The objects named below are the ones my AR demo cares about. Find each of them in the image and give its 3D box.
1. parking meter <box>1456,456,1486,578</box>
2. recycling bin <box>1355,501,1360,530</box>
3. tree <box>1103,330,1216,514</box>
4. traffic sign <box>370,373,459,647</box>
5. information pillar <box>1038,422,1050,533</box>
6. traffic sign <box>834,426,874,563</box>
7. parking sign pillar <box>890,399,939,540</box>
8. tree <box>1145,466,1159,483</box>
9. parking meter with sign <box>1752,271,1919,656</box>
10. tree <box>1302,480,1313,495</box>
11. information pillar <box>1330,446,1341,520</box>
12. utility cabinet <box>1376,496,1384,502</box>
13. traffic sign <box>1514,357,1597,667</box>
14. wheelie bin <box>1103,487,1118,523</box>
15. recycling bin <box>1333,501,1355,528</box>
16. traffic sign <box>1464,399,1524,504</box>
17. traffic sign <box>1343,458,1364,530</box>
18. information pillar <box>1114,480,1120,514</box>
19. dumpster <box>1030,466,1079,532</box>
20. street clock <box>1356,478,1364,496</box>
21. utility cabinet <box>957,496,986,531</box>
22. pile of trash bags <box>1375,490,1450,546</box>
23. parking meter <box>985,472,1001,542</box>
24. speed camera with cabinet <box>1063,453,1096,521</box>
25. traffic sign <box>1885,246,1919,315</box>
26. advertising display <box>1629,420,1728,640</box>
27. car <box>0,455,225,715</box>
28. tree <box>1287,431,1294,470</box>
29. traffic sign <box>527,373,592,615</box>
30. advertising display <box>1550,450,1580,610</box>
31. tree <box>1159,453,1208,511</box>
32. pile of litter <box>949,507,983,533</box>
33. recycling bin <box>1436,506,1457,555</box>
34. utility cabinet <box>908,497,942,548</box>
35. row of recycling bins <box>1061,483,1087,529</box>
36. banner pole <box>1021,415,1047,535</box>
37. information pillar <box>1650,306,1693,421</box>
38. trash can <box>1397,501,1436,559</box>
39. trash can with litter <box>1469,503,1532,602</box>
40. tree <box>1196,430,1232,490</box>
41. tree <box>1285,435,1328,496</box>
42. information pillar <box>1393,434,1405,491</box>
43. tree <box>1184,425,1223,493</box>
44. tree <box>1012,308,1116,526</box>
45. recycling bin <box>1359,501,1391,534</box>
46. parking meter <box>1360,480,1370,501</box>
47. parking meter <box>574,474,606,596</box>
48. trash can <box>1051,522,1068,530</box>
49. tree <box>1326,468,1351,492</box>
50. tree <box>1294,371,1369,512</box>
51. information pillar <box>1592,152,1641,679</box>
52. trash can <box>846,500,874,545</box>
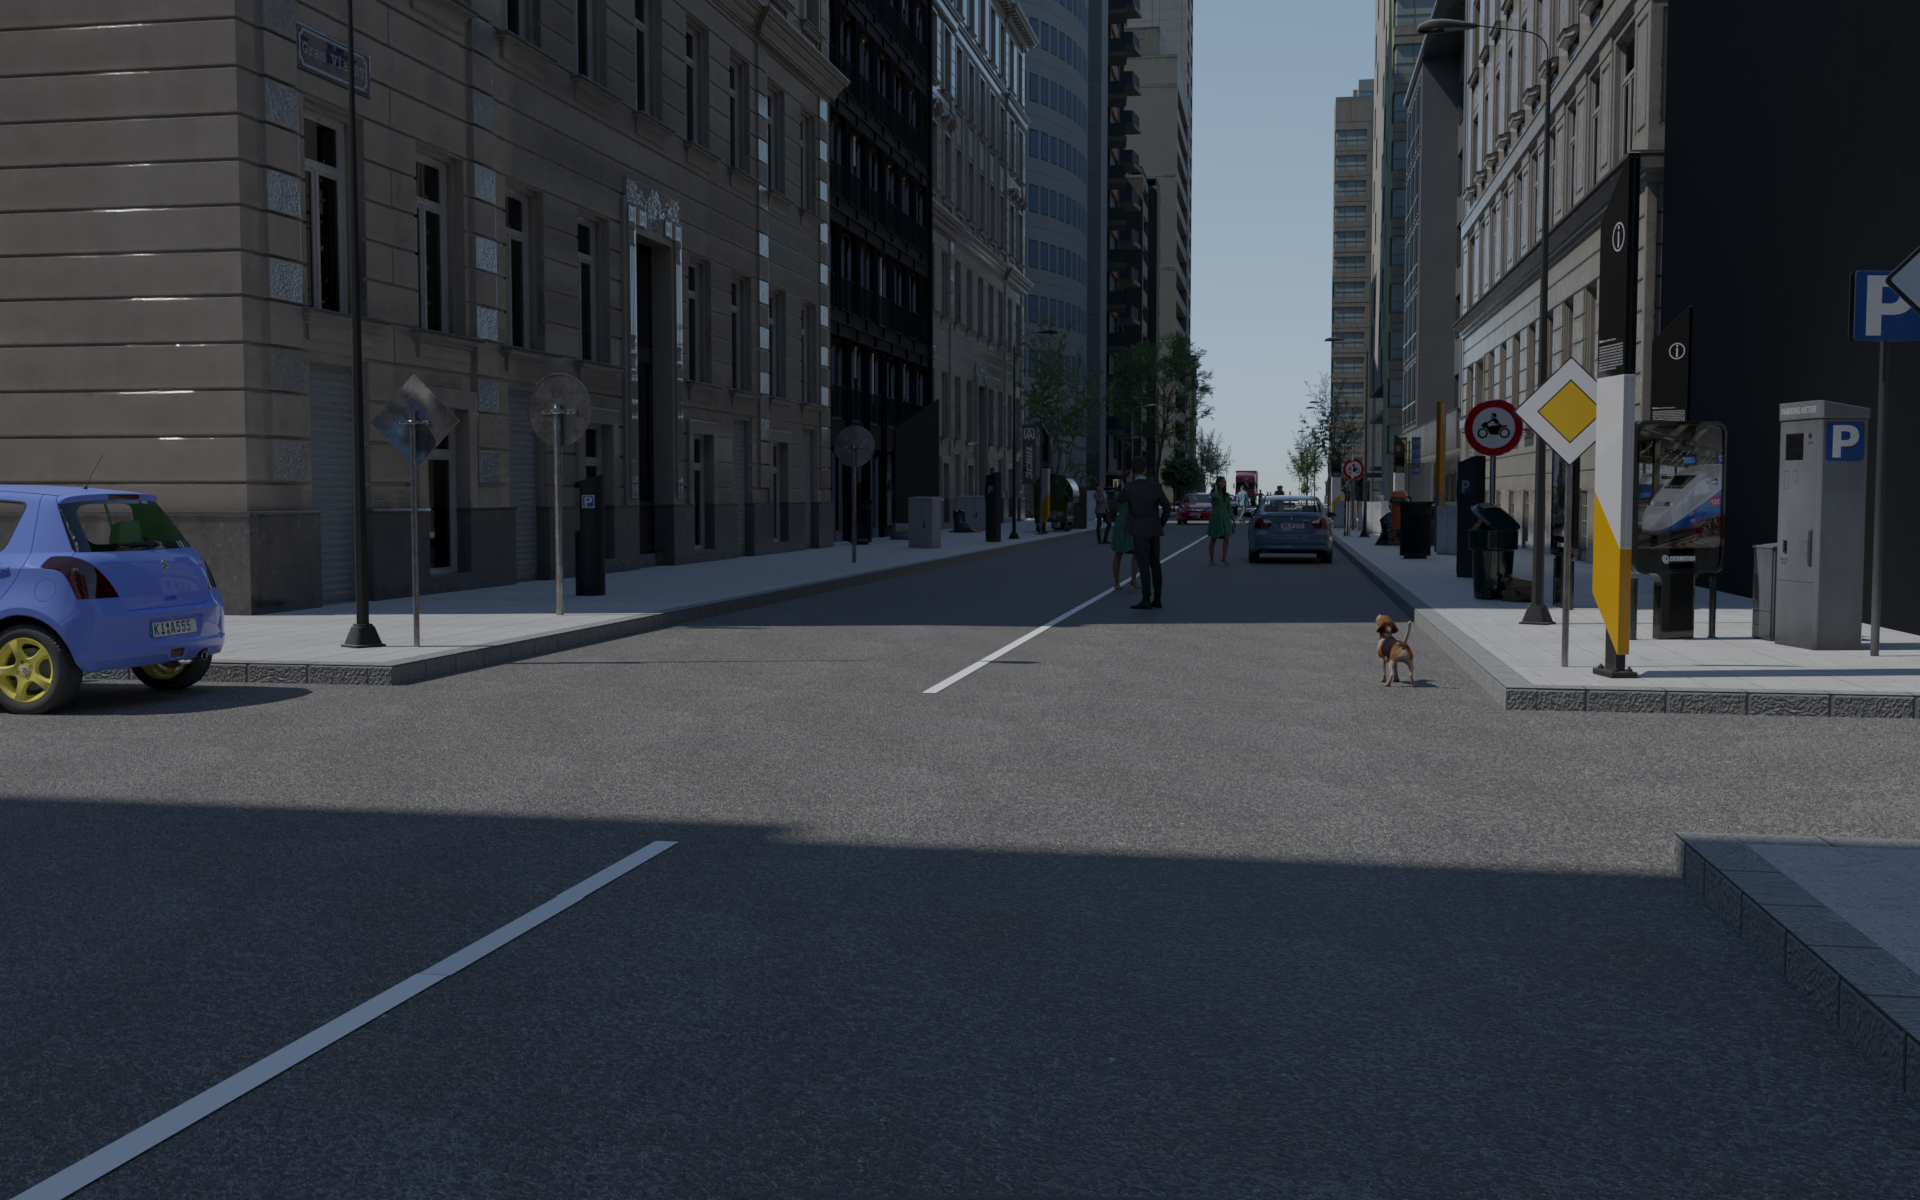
[{"bbox_3d":[7.841,-1.278,26.600,0.255,1.863,0.399,-2,4,-27],"label":"parking meter"},{"bbox_3d":[14.525,-2.979,61.262,0.722,1.027,0.722,2,4,29],"label":"recycling bin"},{"bbox_3d":[12.602,-11.242,109.570,9.928,11.665,9.643,0,3,0],"label":"tree"},{"bbox_3d":[-4.554,-0.662,14.471,0.795,2.450,0.064,1,4,10],"label":"traffic sign"},{"bbox_3d":[2.766,-3.982,56.460,0.183,3.616,0.504,-2,4,-29],"label":"information pillar"},{"bbox_3d":[-1.977,-1.967,32.272,0.768,2.556,0.104,1,4,11],"label":"traffic sign"},{"bbox_3d":[-1.264,-3.704,49.027,1.447,3.967,1.447,-1,4,-16],"label":"parking sign pillar"},{"bbox_3d":[10.980,-6.706,104.243,1.663,3.219,1.824,0,3,0],"label":"tree"},{"bbox_3d":[7.209,-1.112,14.443,0.543,3.016,1.738,0,4,-2],"label":"parking meter with sign"},{"bbox_3d":[43.265,-13.635,217.535,1.663,3.219,1.824,0,3,0],"label":"tree"},{"bbox_3d":[18.439,-5.725,84.962,0.504,3.616,0.183,-1,4,-12],"label":"information pillar"},{"bbox_3d":[16.729,-3.541,69.059,0.306,1.237,1.020,1,4,12],"label":"utility cabinet"},{"bbox_3d":[4.483,-0.559,12.783,0.795,2.450,0.064,1,4,10],"label":"traffic sign"},{"bbox_3d":[6.821,-4.290,78.052,0.980,1.594,0.693,0,4,-5],"label":"wheelie bin"},{"bbox_3d":[14.602,-3.247,65.643,0.722,1.027,0.722,2,4,29],"label":"recycling bin"},{"bbox_3d":[7.174,-1.421,23.337,0.768,2.556,0.104,1,4,17],"label":"traffic sign"},{"bbox_3d":[14.089,-3.788,62.038,0.768,2.556,0.104,1,4,15],"label":"traffic sign"},{"bbox_3d":[7.961,-5.078,87.516,0.304,2.012,0.304,-3,5,-40],"label":"information pillar"},{"bbox_3d":[3.237,-3.476,59.325,1.502,2.255,1.985,1,4,10],"label":"dumpster"},{"bbox_3d":[18.264,-4.536,78.736,0.471,2.002,0.358,-1,4,-9],"label":"street clock"},{"bbox_3d":[0.409,-3.014,60.443,1.020,1.237,0.306,1,4,13],"label":"utility cabinet"},{"bbox_3d":[11.221,-2.034,43.013,1.912,1.369,3.447,2,4,25],"label":"pile of trash bags"},{"bbox_3d":[0.882,-2.483,46.311,0.399,1.863,0.255,3,5,40],"label":"parking meter"},{"bbox_3d":[5.550,-5.467,83.722,2.038,3.252,0.660,-1,4,-22],"label":"speed camera with cabinet"},{"bbox_3d":[3.029,-0.079,4.931,0.795,2.450,0.064,1,4,10],"label":"traffic sign"},{"bbox_3d":[6.326,-0.617,15.306,0.974,1.923,0.123,-1,4,-18],"label":"advertising display"},{"bbox_3d":[-7.189,-0.159,12.199,3.694,1.707,1.945,1,4,9],"label":"car"},{"bbox_3d":[36.803,-14.286,183.934,4.360,8.622,3.978,0,3,0],"label":"tree"},{"bbox_3d":[-4.239,-1.111,18.279,0.768,2.556,0.104,1,4,18],"label":"traffic sign"},{"bbox_3d":[6.822,-0.877,19.545,0.123,1.923,0.974,0,4,8],"label":"advertising display"},{"bbox_3d":[19.859,-10.207,150.605,4.285,4.588,4.351,0,3,0],"label":"tree"},{"bbox_3d":[0.200,-2.697,58.062,1.176,0.858,1.719,0,4,3],"label":"pile of litter"},{"bbox_3d":[10.592,-1.474,36.658,0.722,1.027,0.722,-2,4,-25],"label":"recycling bin"},{"bbox_3d":[-0.849,-1.843,41.288,0.306,1.237,1.020,-2,4,-35],"label":"utility cabinet"},{"bbox_3d":[4.316,-3.559,65.310,1.069,1.692,3.534,0,4,1],"label":"row of recycling bins"},{"bbox_3d":[2.337,-3.960,54.760,0.863,3.779,0.401,-1,4,-17],"label":"banner pole"},{"bbox_3d":[8.936,-1.862,21.792,0.183,3.616,0.504,-3,5,-43],"label":"information pillar"},{"bbox_3d":[9.042,-1.390,34.372,0.748,1.137,0.748,0,3,0],"label":"trash can"},{"bbox_3d":[6.643,-0.584,20.936,0.624,1.170,1.055,-1,4,-22],"label":"trash can with litter"},{"bbox_3d":[29.312,-15.249,199.691,4.737,8.622,4.395,0,3,0],"label":"tree"},{"bbox_3d":[44.361,-16.757,224.342,4.737,8.622,4.395,0,3,0],"label":"tree"},{"bbox_3d":[17.130,-4.665,67.624,0.504,3.616,0.183,-2,4,-25],"label":"information pillar"},{"bbox_3d":[27.012,-14.668,190.176,4.360,8.622,3.978,0,3,0],"label":"tree"},{"bbox_3d":[3.876,-7.219,68.399,4.737,8.622,4.395,0,3,0],"label":"tree"},{"bbox_3d":[13.528,-2.667,56.156,0.722,1.027,0.722,3,5,41],"label":"recycling bin"},{"bbox_3d":[16.873,-4.067,72.207,0.399,1.863,0.255,1,4,9],"label":"parking meter"},{"bbox_3d":[-4.687,-0.827,21.927,0.372,1.533,0.369,0,3,0],"label":"parking meter"},{"bbox_3d":[3.533,-3.035,61.270,0.748,1.137,0.748,0,3,0],"label":"trash can"},{"bbox_3d":[23.718,-7.013,109.271,1.663,3.219,1.824,0,3,0],"label":"tree"},{"bbox_3d":[22.194,-9.346,103.176,4.360,8.622,3.978,0,3,0],"label":"tree"},{"bbox_3d":[4.612,-1.274,12.178,0.183,3.616,0.504,0,4,-1],"label":"information pillar"},{"bbox_3d":[-2.540,-1.973,43.911,0.748,1.137,0.748,0,3,0],"label":"trash can"}]
